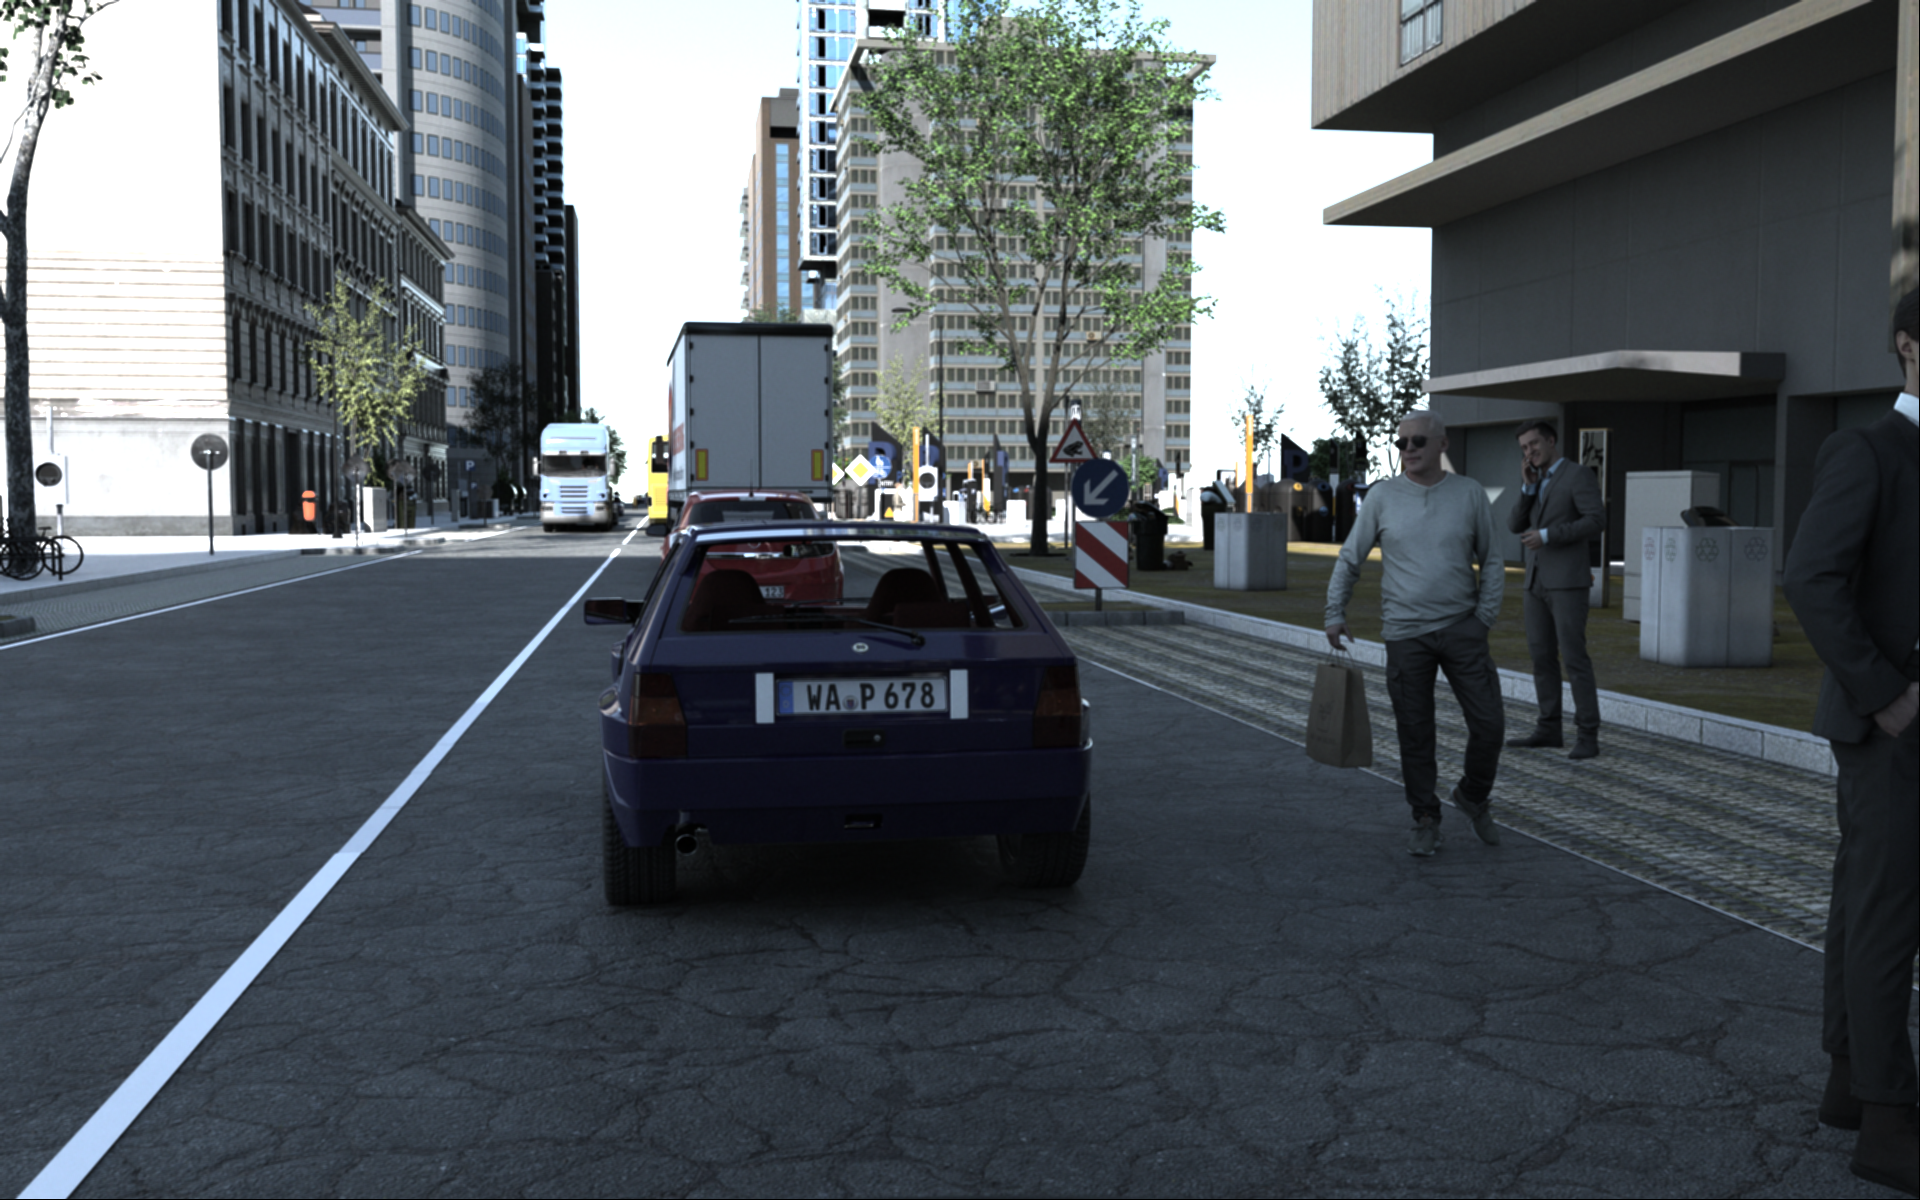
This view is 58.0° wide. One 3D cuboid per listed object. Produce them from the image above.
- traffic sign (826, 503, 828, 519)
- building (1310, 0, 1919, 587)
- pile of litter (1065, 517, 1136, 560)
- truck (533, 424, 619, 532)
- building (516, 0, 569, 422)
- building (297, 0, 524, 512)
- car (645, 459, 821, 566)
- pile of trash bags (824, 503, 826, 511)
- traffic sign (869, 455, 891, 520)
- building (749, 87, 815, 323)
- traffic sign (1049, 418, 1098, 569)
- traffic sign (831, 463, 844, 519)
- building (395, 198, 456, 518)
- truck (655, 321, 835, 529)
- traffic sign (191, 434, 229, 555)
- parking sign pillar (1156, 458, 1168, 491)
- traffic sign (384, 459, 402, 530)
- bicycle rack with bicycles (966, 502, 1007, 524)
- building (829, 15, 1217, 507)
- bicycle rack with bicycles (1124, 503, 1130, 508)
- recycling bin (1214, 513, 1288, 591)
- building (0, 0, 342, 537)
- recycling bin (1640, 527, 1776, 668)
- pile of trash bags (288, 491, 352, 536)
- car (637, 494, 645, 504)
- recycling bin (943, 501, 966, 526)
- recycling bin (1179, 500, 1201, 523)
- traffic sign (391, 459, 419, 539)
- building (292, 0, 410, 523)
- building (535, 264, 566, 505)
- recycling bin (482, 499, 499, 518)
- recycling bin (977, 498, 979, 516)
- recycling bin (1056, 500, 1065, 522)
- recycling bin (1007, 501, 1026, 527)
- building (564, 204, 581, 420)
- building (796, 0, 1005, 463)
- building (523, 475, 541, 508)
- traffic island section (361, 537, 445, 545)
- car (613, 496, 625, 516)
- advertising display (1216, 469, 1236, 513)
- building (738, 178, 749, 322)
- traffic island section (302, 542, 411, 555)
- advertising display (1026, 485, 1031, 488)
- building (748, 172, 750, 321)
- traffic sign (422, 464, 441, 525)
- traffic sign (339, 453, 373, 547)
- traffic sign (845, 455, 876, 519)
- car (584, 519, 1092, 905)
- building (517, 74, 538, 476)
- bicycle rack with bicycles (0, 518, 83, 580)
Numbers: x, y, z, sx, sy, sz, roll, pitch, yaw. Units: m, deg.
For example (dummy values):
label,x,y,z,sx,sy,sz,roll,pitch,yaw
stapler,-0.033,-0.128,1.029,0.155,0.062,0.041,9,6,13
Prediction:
label,x,y,z,sx,sy,sz,roll,pitch,yaw
traffic sign,-5.658,-4.498,73.646,0.768,2.556,0.104,-1,4,-9
building,22.443,-26.557,23.441,28.713,52.752,27.495,-1,4,-10
pile of litter,2.920,-1.223,33.959,1.719,0.858,1.176,0,4,3
truck,-15.640,-5.032,72.027,2.967,4.110,18.799,-1,4,-10
building,-63.695,-56.401,234.826,22.319,86.520,31.000,-1,4,-10
building,-46.310,-36.255,134.772,21.231,58.520,28.212,-1,4,-10
car,-2.279,-0.580,18.521,2.155,1.783,4.494,-1,4,-9
pile of trash bags,-10.230,-6.760,120.272,1.912,1.369,3.447,-1,4,-18
traffic sign,-2.617,-3.442,56.375,0.768,2.556,0.104,0,4,-7
building,-15.396,-33.182,192.640,14.600,45.320,14.200,-1,4,-10
traffic sign,1.943,-1.808,29.558,0.884,2.594,0.081,0,4,-7
traffic sign,-3.861,-2.955,51.954,0.795,2.450,0.064,-1,4,-10
building,-35.444,-14.356,99.342,10.561,19.102,19.286,-1,4,-10
truck,-4.385,-2.745,33.802,2.839,4.237,11.283,-1,4,-11
traffic sign,-15.807,-2.227,36.510,0.768,2.556,0.104,0,4,-5
parking sign pillar,15.224,-8.678,130.357,1.447,3.967,1.447,2,4,32
traffic sign,-20.358,-3.812,62.431,0.768,2.556,0.104,0,3,0
bicycle rack with bicycles,1.048,-3.749,74.682,2.852,0.926,2.925,-1,4,-21
building,2.499,-27.716,145.044,32.217,40.220,23.993,-1,4,-10
bicycle rack with bicycles,10.269,-6.514,119.888,2.852,0.926,2.925,-1,4,-23
recycling bin,3.904,-0.656,23.276,0.722,1.027,0.722,-2,4,-29
building,-28.077,-12.878,59.710,9.793,20.994,18.267,-1,4,-10
recycling bin,5.642,-0.033,13.095,0.722,1.027,0.722,0,4,-3
pile of trash bags,-20.389,-2.766,54.974,1.912,1.369,3.447,-1,4,-13
car,-44.029,-14.130,240.811,2.009,1.686,4.222,-1,4,-9
recycling bin,-0.253,-2.919,60.278,0.722,1.027,0.722,2,4,26
recycling bin,10.152,-3.909,76.472,0.722,1.027,0.722,3,5,42
traffic sign,-15.988,-2.831,49.937,0.795,2.450,0.064,-1,4,-10
building,-31.975,-15.266,78.483,11.050,23.489,19.941,-1,4,-10
building,-56.370,-27.058,214.098,14.160,30.474,14.107,-1,4,-10
recycling bin,-24.967,-4.865,92.089,0.722,1.027,0.722,0,4,2
recycling bin,0.691,-5.566,103.556,0.722,1.027,0.722,2,4,33
recycling bin,4.827,-4.043,78.658,0.722,1.027,0.722,-2,4,-26
recycling bin,2.193,-3.363,67.542,0.722,1.027,0.722,0,4,2
building,-64.138,-37.234,258.884,14.600,45.320,14.200,-1,4,-10
building,-7.237,-52.425,169.826,22.319,86.520,31.000,-1,4,-10
building,-56.220,-28.671,160.650,32.217,40.220,23.993,-1,4,-10
traffic island section,-16.010,-1.695,49.995,2.009,0.180,2.903,-1,4,-10
car,-22.700,-6.092,112.184,1.945,1.354,3.894,-1,4,-9
advertising display,6.924,-2.438,45.082,0.123,1.923,0.974,2,4,33
building,-19.917,-38.329,246.287,23.786,49.044,30.456,-1,4,-10
traffic island section,-14.682,-1.213,42.121,2.009,0.180,2.903,-1,4,-10
advertising display,4.865,-7.182,122.635,0.123,1.923,0.974,-1,4,-11
building,-19.936,-35.066,223.441,14.600,45.320,14.200,-1,4,-10
traffic sign,-22.114,-4.430,72.537,0.768,2.556,0.104,0,4,-5
traffic sign,-14.660,-2.350,42.063,0.795,2.450,0.064,-1,4,-10
traffic sign,-2.533,-2.473,44.080,0.795,2.450,0.064,-1,4,-10
car,-0.648,0.311,7.498,1.945,1.354,3.894,-1,4,-10
building,-51.859,-32.443,180.556,14.600,45.320,14.200,-1,4,-10
bicycle rack with bicycles,-14.780,-0.776,26.071,2.925,0.926,2.852,-2,4,-29
